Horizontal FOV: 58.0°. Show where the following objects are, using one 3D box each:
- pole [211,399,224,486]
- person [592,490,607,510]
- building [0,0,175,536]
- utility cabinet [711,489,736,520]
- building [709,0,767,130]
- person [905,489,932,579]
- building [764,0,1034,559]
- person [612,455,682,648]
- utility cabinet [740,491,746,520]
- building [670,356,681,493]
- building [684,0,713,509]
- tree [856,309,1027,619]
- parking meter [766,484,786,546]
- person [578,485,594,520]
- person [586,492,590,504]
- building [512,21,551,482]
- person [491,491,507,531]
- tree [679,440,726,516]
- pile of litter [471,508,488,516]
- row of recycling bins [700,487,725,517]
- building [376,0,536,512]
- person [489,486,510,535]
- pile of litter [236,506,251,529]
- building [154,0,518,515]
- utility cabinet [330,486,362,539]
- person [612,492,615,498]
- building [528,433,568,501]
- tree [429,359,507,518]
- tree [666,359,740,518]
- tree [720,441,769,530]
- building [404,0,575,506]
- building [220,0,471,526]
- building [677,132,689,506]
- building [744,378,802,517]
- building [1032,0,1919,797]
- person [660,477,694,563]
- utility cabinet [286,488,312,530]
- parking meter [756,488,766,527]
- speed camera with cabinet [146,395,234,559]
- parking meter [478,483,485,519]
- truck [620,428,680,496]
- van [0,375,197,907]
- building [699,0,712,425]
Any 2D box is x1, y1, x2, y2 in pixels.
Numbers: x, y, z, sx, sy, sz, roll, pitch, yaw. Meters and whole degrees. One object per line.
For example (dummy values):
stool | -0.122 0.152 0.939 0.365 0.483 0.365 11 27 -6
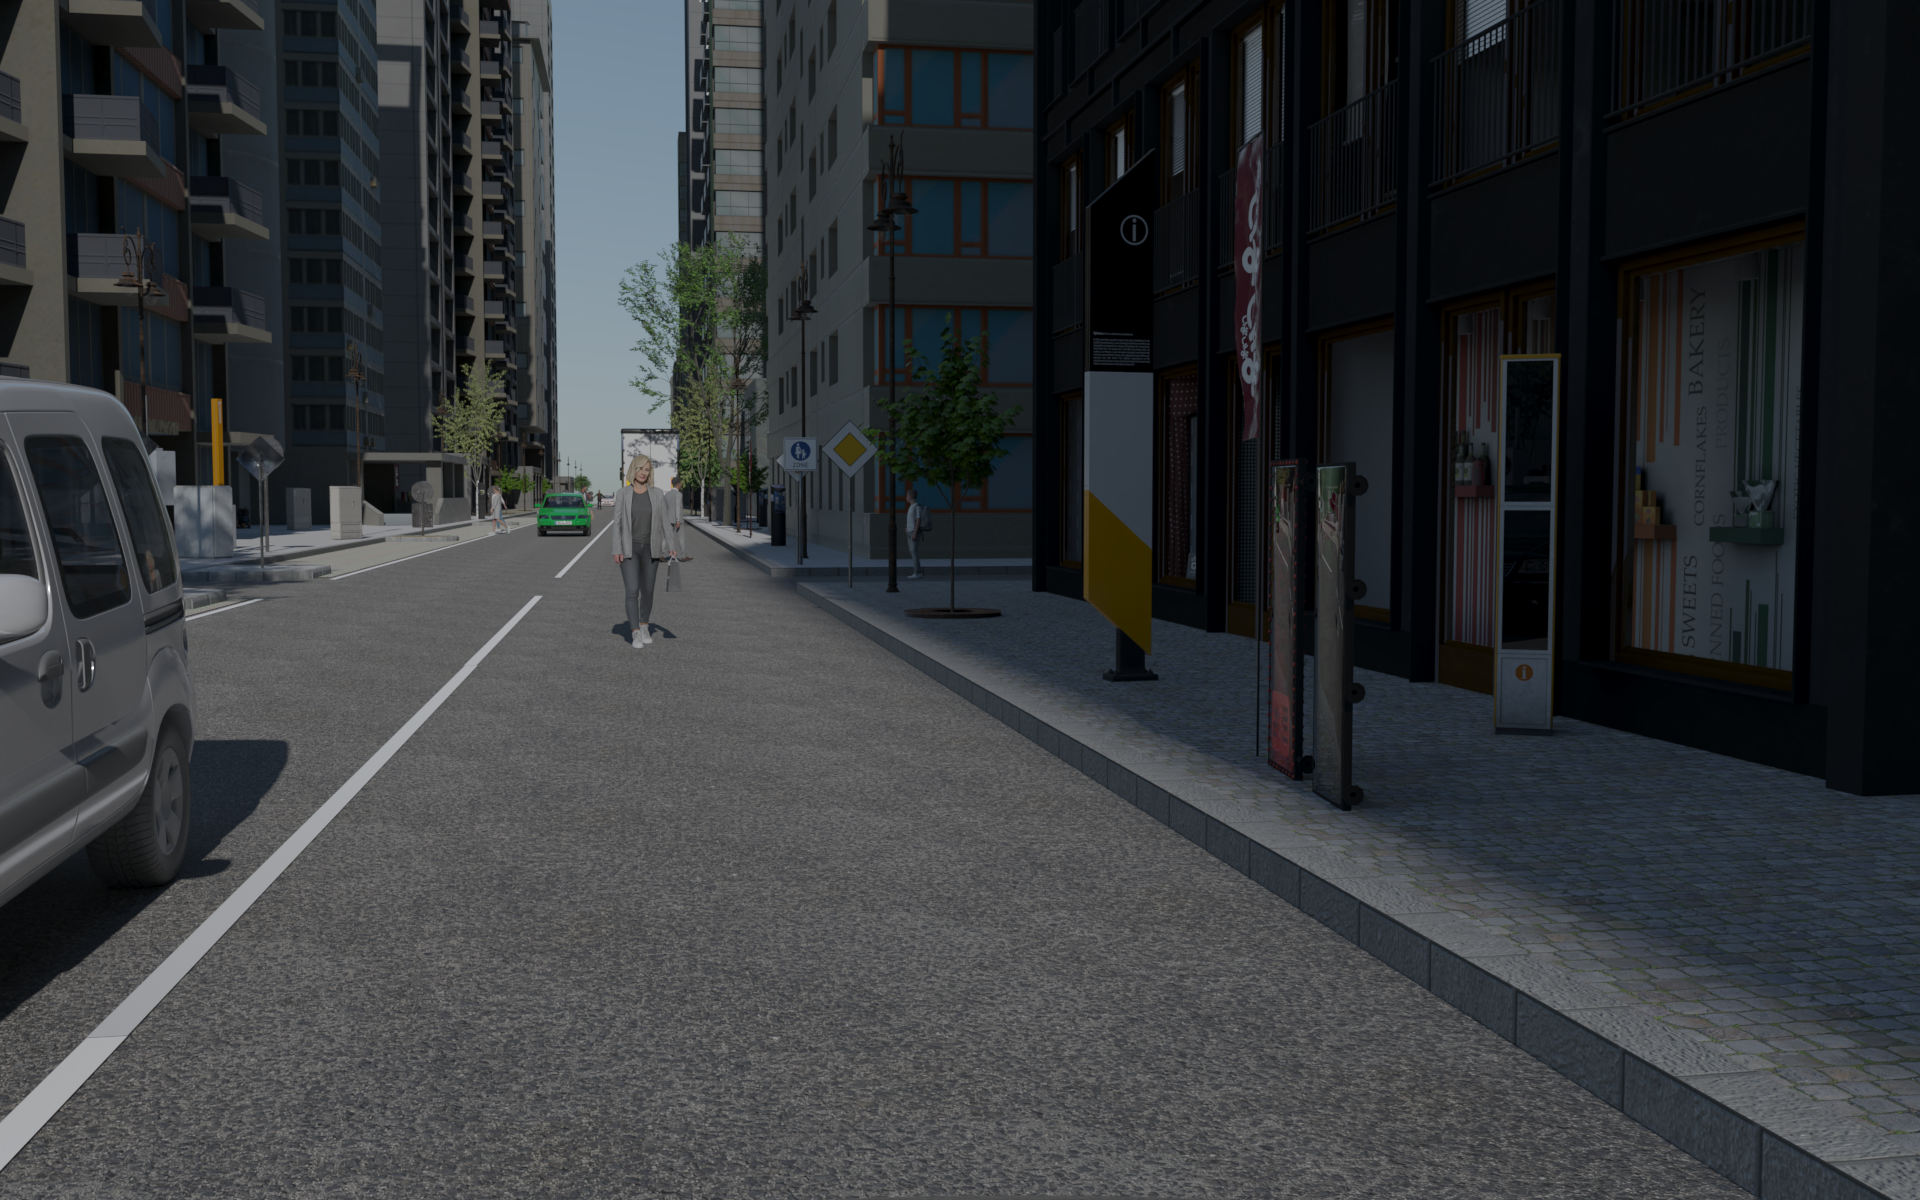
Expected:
pole | -15.913 -2.650 37.167 0.158 3.312 0.155 0 3 0
person | -33.237 -9.245 159.674 1.348 1.821 0.705 -1 4 -23
building | -29.758 -23.610 40.650 22.147 44.769 28.867 -1 4 -10
utility cabinet | -11.402 -4.554 83.144 1.173 1.500 0.318 3 4 37
building | -9.601 -26.409 115.376 14.154 41.232 14.086 -1 4 -10
person | -0.760 -1.119 29.390 0.503 1.515 0.523 3 5 43
building | 9.936 -12.504 49.483 28.899 21.520 27.650 -1 4 -10
person | -2.945 -0.471 16.390 0.709 1.800 0.728 -1 4 -17
utility cabinet | -11.170 -4.700 85.523 1.173 1.500 0.318 1 4 14
building | -22.505 -23.083 222.449 27.650 21.520 28.899 -1 4 -10
building | -15.718 -38.198 166.538 21.231 58.520 28.212 -1 4 -10
tree | -0.078 -1.452 18.344 1.663 3.219 1.824 0 3 0
parking meter | -4.492 -2.105 42.834 0.372 1.533 0.369 0 3 0
person | -15.614 -3.876 71.859 0.713 1.824 0.794 3 4 37
person | -37.941 -10.182 176.446 0.593 1.643 0.415 -3 5 -43
building | -61.336 -37.139 196.464 28.713 52.752 27.495 -1 4 -10
person | -17.570 -3.497 66.341 0.598 1.740 0.731 1 4 16
tree | -15.018 -7.168 100.906 4.285 4.588 4.351 0 3 0
pile of litter | -28.540 -5.434 102.813 1.719 0.858 1.176 1 4 13
row of recycling bins | -13.602 -5.470 96.548 1.069 1.692 3.534 -2 4 -24
building | -49.621 -44.093 159.179 20.563 71.187 20.611 -1 4 -10
person | -16.330 -3.181 61.264 0.760 1.731 0.466 -3 4 -36
pile of litter | -26.869 -3.077 64.279 1.176 0.858 1.719 0 4 -7
building | -46.715 -29.406 135.411 22.147 44.769 28.867 -1 4 -10
utility cabinet | -17.342 -2.464 48.965 0.318 1.500 1.173 1 4 11
person | -51.410 -15.128 256.531 0.721 1.739 1.217 -2 4 -30
building | -67.125 -32.436 222.208 32.217 40.220 23.993 -1 4 -10
tree | -26.428 -8.800 94.245 4.737 8.622 4.395 0 3 0
tree | -13.700 -8.657 91.907 4.737 8.622 4.395 0 3 0
tree | -7.537 -4.142 62.322 1.663 3.219 1.824 0 3 0
building | -65.465 -49.300 244.311 20.563 71.187 20.611 -1 4 -10
building | -38.591 -23.378 74.107 32.217 40.220 23.993 -1 4 -10
building | -25.279 -31.555 199.522 14.154 41.232 14.086 -1 4 -10
building | 0.540 -47.605 91.005 22.319 86.520 31.000 -1 4 -10
building | 8.433 -11.365 15.501 12.332 23.373 15.834 -1 4 -10
person | -6.000 -1.685 36.327 0.678 1.792 0.850 3 5 43
utility cabinet | -23.424 -3.224 61.386 0.318 1.500 1.173 1 4 8
parking meter | -7.671 -3.620 67.596 0.372 1.533 0.369 0 3 0
speed camera with cabinet | -15.624 -2.471 34.743 2.038 3.252 0.660 1 4 17
parking meter | -24.347 -5.039 88.105 0.255 1.863 0.399 -2 4 -33
truck | -14.244 -5.544 79.563 2.839 4.237 11.283 -1 4 -10
van | -3.460 0.130 4.888 2.013 2.044 4.112 -1 4 -11
building | -9.162 -31.722 138.261 23.786 49.044 30.456 -1 4 -10
